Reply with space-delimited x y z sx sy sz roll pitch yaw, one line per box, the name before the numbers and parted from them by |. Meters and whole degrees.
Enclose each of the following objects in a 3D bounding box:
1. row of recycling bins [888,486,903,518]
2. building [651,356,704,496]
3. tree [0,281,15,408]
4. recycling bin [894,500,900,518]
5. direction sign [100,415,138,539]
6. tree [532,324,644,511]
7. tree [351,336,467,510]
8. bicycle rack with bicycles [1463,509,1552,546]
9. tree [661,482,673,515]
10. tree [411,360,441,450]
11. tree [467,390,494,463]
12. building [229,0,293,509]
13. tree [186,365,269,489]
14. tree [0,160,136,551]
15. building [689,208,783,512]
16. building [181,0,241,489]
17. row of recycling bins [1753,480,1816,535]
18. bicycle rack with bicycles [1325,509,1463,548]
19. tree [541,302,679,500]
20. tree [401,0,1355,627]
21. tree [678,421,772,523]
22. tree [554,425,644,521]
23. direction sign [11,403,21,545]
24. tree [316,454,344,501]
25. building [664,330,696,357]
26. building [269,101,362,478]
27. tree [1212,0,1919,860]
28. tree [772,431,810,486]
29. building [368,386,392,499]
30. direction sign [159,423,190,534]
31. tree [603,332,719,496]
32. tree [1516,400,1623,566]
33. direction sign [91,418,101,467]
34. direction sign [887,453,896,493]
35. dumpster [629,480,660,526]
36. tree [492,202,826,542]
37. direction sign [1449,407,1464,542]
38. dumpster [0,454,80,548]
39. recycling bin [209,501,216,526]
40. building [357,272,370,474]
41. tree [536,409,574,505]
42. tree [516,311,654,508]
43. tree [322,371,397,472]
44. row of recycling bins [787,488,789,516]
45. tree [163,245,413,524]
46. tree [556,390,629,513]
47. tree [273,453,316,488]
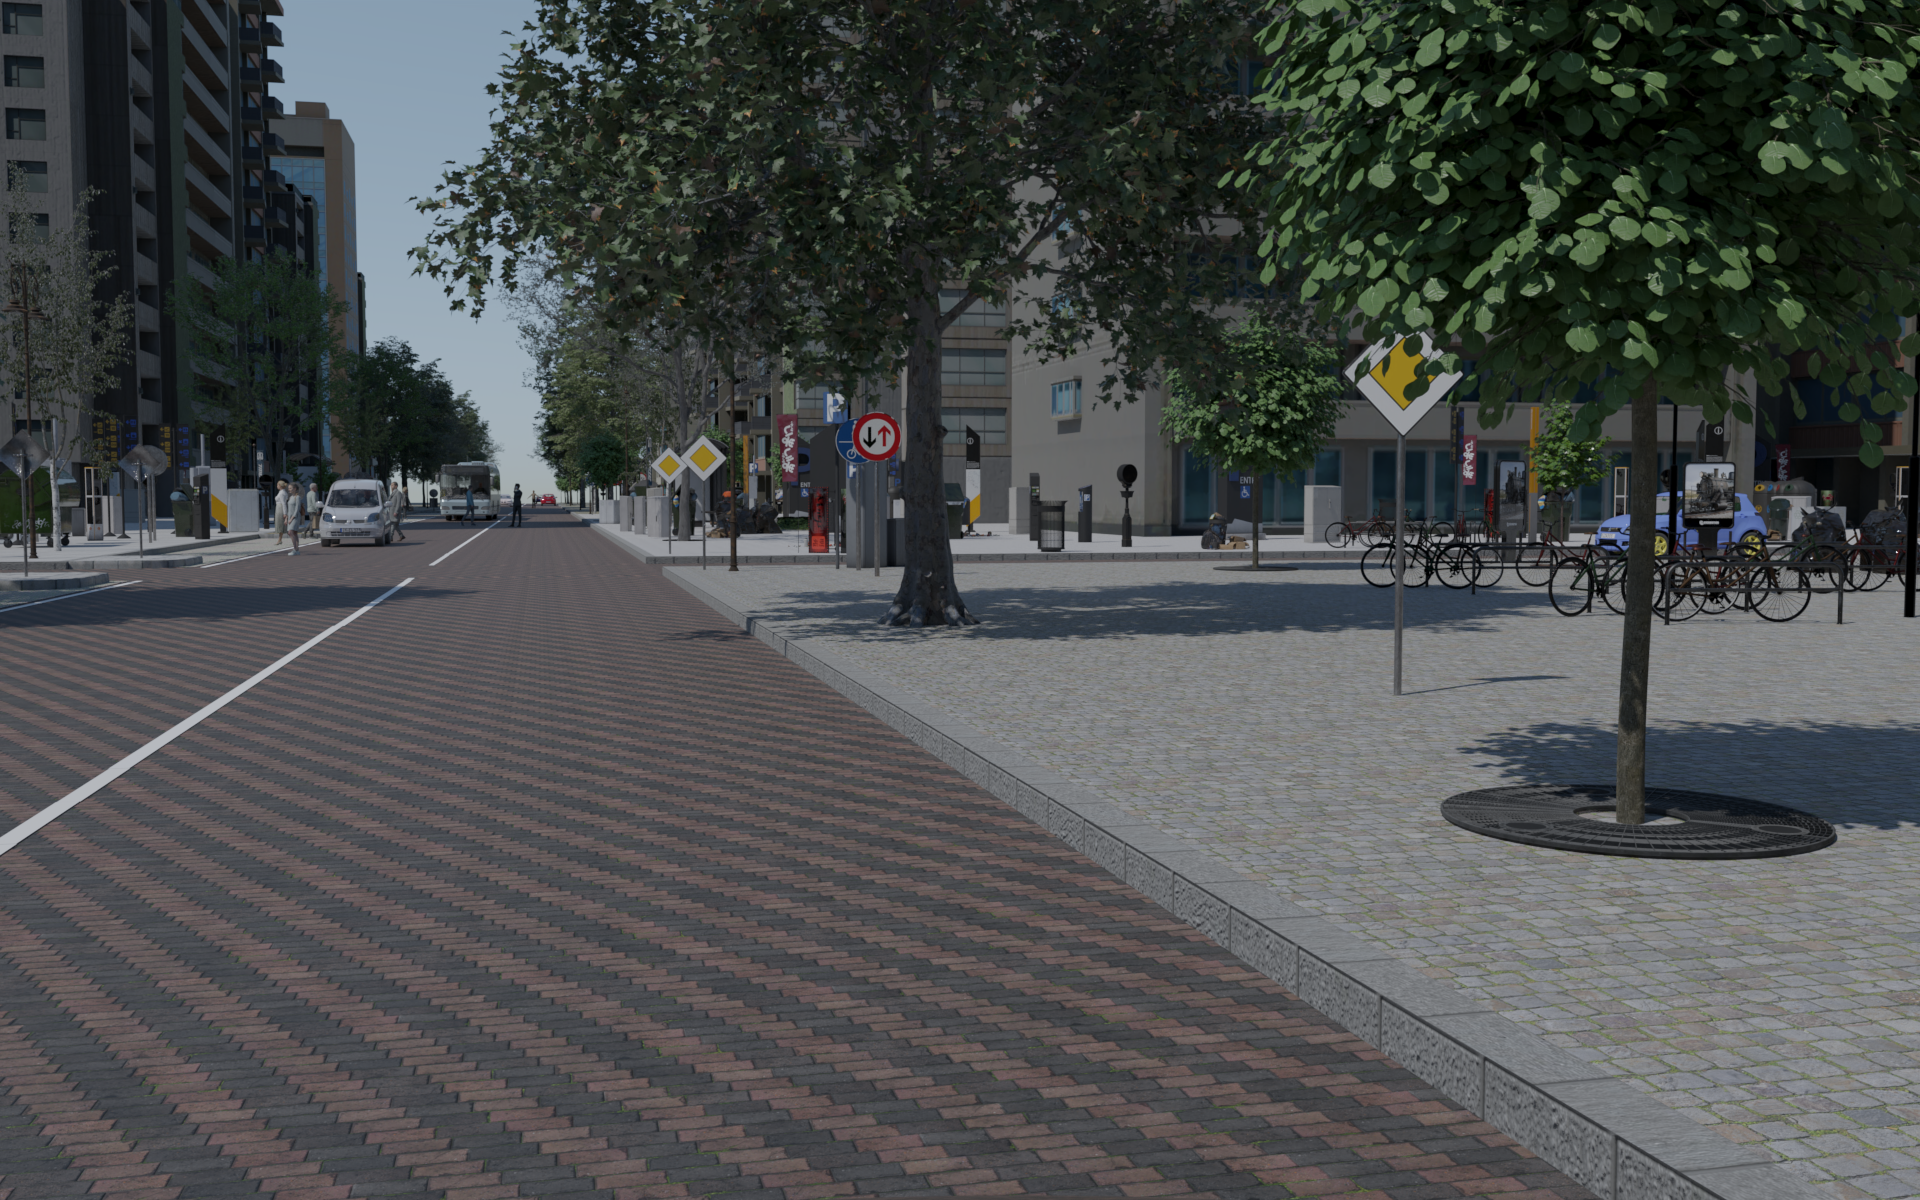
row of recycling bins | -2.980 -5.194 92.039 1.069 1.692 3.534 1 4 19
building | -27.488 -23.789 233.982 27.650 21.520 28.899 -1 4 -14
tree | -15.360 -6.218 18.673 9.611 12.733 9.660 0 3 0
recycling bin | -2.492 -3.840 75.342 0.722 1.027 0.722 0 4 5
direction sign | -24.090 -3.535 49.797 0.876 3.537 0.379 -3 5 -41
tree | -27.415 -13.689 130.466 9.857 13.997 8.962 0 3 0
tree | -44.392 -14.172 138.368 9.857 13.997 8.962 0 3 0
bicycle rack with bicycles | 13.386 -1.784 42.551 2.852 0.926 2.925 1 4 14
tree | -17.053 -6.761 105.136 1.663 3.219 1.824 0 3 0
tree | -40.786 -12.012 122.147 9.928 11.665 9.643 0 3 0
tree | -54.354 -16.813 181.543 9.857 13.997 8.962 0 3 0
building | -65.749 -29.481 136.639 22.147 44.769 28.867 -1 4 -14
tree | -40.080 -8.879 95.536 4.737 8.622 4.395 0 3 0
tree | -20.204 -5.387 38.433 4.360 8.622 3.978 0 3 0
building | -14.075 -31.146 163.857 22.147 44.769 28.867 -1 4 -14
building | -60.159 -29.856 111.847 21.300 48.544 21.600 -1 4 -14
row of recycling bins | 25.595 -2.854 53.779 1.069 1.692 3.534 0 4 7
bicycle rack with bicycles | 10.397 -1.726 41.607 2.925 0.926 2.852 1 4 20
tree | -17.952 -10.534 90.353 7.486 12.596 7.792 0 3 0
tree | -0.436 -6.102 16.780 9.611 12.733 9.660 0 3 0
tree | -11.084 -5.789 78.363 4.285 4.588 4.351 0 3 0
tree | -16.742 -6.009 81.966 4.285 4.588 4.351 0 3 0
direction sign | -23.599 -3.137 43.288 0.379 3.537 0.876 -2 4 -25
tree | -30.567 -5.428 83.357 1.663 3.219 1.824 0 3 0
building | -31.593 -34.722 259.578 32.217 40.220 23.993 -1 4 -14
building | -77.834 -33.695 201.016 14.600 45.320 14.200 -1 4 -14
tree | 2.625 -1.396 6.547 4.285 4.588 4.351 0 3 0
tree | -8.582 -6.569 91.125 4.285 4.588 4.351 0 3 0
building | -92.968 -23.848 234.948 27.650 21.520 28.899 -1 4 -14
direction sign | -25.199 -3.891 55.616 0.876 3.537 0.379 -2 4 -30
tree | -9.723 -6.539 57.275 4.360 8.622 3.978 0 3 0
tree | 10.376 -2.151 29.775 1.663 3.219 1.824 0 3 0
direction sign | -25.669 -3.681 52.181 0.379 3.537 0.876 3 4 37
direction sign | -3.262 -5.251 77.856 0.876 3.537 0.379 2 4 25
dumpster | -12.922 -3.999 71.144 1.264 1.857 1.865 -1 4 -13
tree | -7.371 -8.348 46.853 12.009 13.543 11.850 0 3 0
direction sign | 12.863 -3.235 44.883 0.379 3.537 0.876 3 4 37
dumpster | -22.346 -2.410 41.902 1.502 2.255 1.985 -1 4 -13
recycling bin | -30.564 -3.510 69.936 0.722 1.027 0.722 1 4 18
building | -81.586 -27.119 215.098 14.160 30.474 14.107 -1 4 -14
tree | -44.584 -16.617 197.444 9.928 11.665 9.643 0 3 0
tree | -33.588 -18.310 155.264 12.611 20.169 13.585 0 3 0
tree | -36.469 -9.428 104.518 4.737 8.622 4.395 0 3 0
row of recycling bins | -6.214 -4.315 77.667 3.534 1.692 1.069 2 4 25
tree | -29.236 -9.042 73.585 9.928 11.665 9.643 0 3 0
tree | -24.005 -10.059 114.834 4.737 8.622 4.395 0 3 0
tree | -31.277 -5.288 81.053 1.663 3.219 1.824 0 3 0
